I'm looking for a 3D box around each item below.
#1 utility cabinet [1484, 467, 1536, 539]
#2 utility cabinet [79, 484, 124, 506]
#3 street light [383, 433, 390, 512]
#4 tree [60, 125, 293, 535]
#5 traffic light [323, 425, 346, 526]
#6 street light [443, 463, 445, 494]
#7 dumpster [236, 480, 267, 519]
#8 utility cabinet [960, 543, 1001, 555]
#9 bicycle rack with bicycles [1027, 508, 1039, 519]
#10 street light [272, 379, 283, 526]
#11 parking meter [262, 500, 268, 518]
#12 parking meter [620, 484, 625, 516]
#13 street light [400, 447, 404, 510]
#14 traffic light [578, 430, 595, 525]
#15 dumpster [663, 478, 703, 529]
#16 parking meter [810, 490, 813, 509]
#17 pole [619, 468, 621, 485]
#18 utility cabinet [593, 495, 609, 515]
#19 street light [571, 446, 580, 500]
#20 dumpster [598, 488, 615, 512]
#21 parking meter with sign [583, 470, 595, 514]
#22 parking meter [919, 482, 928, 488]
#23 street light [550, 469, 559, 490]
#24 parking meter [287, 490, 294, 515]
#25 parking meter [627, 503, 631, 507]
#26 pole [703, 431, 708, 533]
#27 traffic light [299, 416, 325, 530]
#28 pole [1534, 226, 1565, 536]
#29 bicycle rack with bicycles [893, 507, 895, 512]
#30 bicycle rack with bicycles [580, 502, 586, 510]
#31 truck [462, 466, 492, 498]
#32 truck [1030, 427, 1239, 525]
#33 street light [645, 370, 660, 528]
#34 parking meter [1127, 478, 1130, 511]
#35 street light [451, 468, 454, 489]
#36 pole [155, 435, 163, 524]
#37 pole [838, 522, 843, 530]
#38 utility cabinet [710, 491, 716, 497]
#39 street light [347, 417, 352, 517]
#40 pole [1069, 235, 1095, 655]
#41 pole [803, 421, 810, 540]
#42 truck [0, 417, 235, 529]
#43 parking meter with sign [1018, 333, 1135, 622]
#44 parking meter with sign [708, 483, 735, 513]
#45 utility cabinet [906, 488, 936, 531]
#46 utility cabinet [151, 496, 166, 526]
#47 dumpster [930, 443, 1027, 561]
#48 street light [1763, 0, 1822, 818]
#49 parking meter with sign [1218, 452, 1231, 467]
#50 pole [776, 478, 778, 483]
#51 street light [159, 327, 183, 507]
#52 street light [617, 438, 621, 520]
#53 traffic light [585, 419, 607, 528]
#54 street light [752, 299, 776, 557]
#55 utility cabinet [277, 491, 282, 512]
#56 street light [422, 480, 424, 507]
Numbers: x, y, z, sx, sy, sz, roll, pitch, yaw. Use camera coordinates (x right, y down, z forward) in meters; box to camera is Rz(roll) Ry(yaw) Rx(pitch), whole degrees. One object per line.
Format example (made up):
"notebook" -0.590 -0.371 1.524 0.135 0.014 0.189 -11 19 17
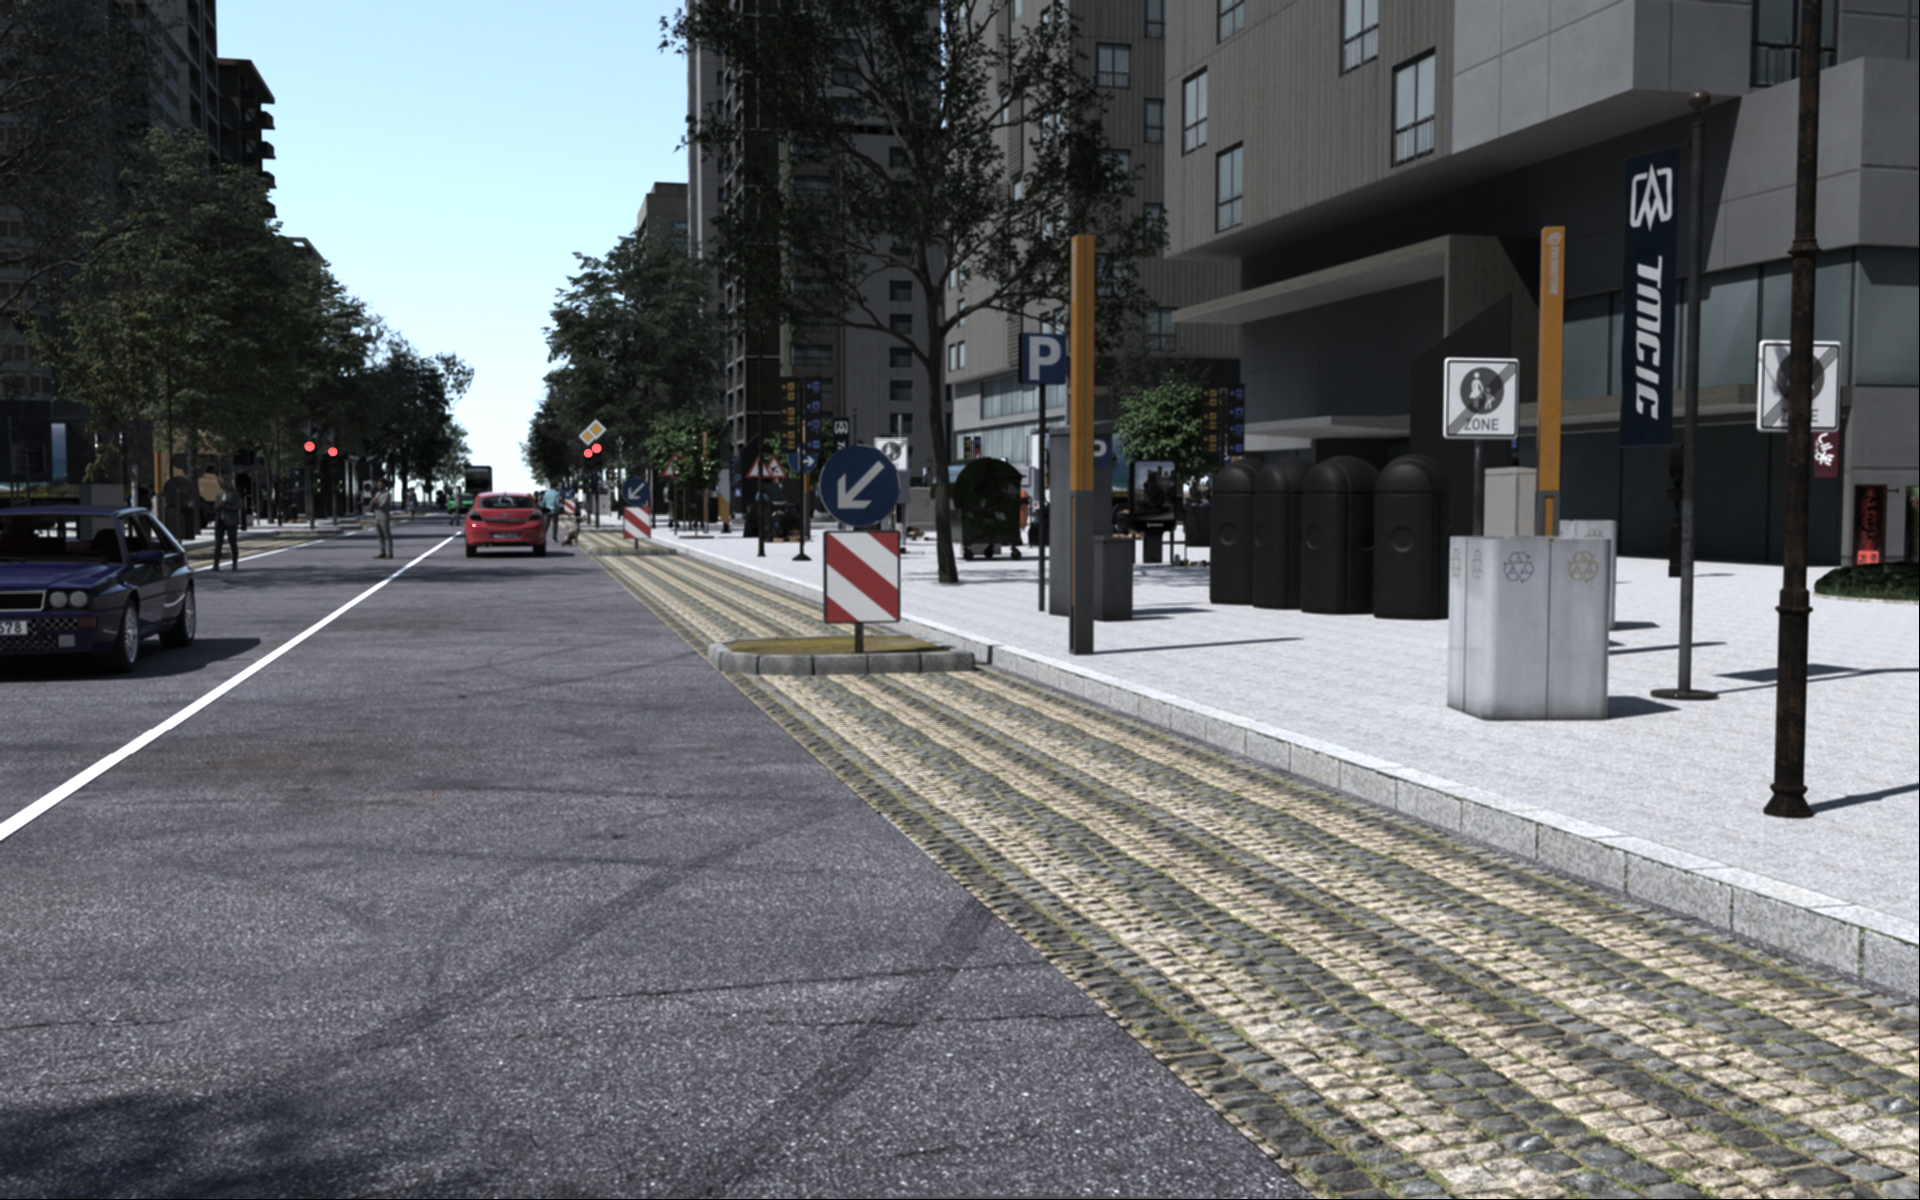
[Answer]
"utility cabinet" 4.692 -0.361 14.578 0.318 1.500 1.173 0 4 5
"utility cabinet" -19.308 -1.853 38.973 0.318 1.500 1.173 1 4 8
"street light" -42.012 -9.444 127.197 0.468 5.910 1.993 -1 4 -14
"tree" -24.096 -8.331 54.346 7.486 12.596 7.792 0 3 0
"traffic light" -25.259 -4.956 69.946 0.839 4.253 0.868 -1 4 -14
"street light" -66.801 -15.392 224.439 0.468 5.910 1.993 -1 4 -14
"dumpster" -36.410 -5.277 88.770 1.502 2.255 1.985 -1 4 -14
"utility cabinet" 0.448 -1.552 36.544 0.306 1.237 1.020 3 5 42
"bicycle rack with bicycles" 3.809 -4.046 79.536 2.925 0.926 2.852 -3 4 -38
"street light" -27.413 -5.924 69.652 0.468 5.910 1.993 -1 4 -14
"parking meter" -38.633 -5.532 96.165 0.399 1.863 0.255 1 4 13
"parking meter" -19.877 -5.878 101.815 0.255 1.863 0.399 1 4 14
"street light" -46.306 -10.463 143.850 0.468 5.910 1.993 -1 4 -14
"traffic light" -15.561 -5.107 72.425 0.839 4.253 0.868 -1 4 -14
"dumpster" -10.254 -3.810 64.787 1.502 2.255 1.985 -1 4 -14
"parking meter" -9.785 -6.520 115.020 0.372 1.533 0.369 0 3 0
"pole" -23.835 -7.790 121.217 0.158 3.312 0.155 0 3 0
"utility cabinet" -21.798 -5.759 105.329 1.020 1.237 0.306 0 4 3
"street light" -32.134 -10.557 145.397 0.468 5.910 1.993 -1 4 -14
"dumpster" -25.941 -7.422 127.111 1.264 1.857 1.865 -1 4 -14
"parking meter with sign" -26.359 -7.736 122.740 0.543 3.016 1.738 -1 4 -14
"parking meter" -1.826 -4.922 86.178 0.399 1.863 0.255 2 4 32
"street light" -56.697 -16.485 242.311 0.468 5.910 1.993 -1 4 -14
"parking meter" -37.953 -5.490 98.166 0.372 1.533 0.369 0 3 0
"parking meter" -21.926 -6.522 115.042 0.372 1.533 0.369 0 3 0
"pole" -8.301 -3.831 56.486 0.158 3.312 0.155 0 3 0
"traffic light" -23.286 -4.482 62.207 0.839 4.253 0.868 -1 4 -14
"pole" 4.535 -1.193 13.342 0.158 3.312 0.155 0 3 0
"bicycle rack with bicycles" -4.068 -5.013 95.351 2.852 0.926 2.925 1 4 10
"bicycle rack with bicycles" -29.397 -7.724 139.674 2.925 0.926 2.852 -3 5 -40
"truck" -48.231 -11.290 173.498 2.839 4.237 11.283 -1 4 -14
"truck" 8.786 -5.272 75.103 11.283 4.237 2.839 -1 4 -13
"street light" -11.433 -5.609 64.488 0.468 5.910 1.993 -1 4 -14
"parking meter" 5.373 -2.920 53.451 0.255 1.863 0.399 -2 4 -32
"street light" -74.189 -17.151 253.212 0.468 5.910 1.993 -1 4 -14
"pole" -27.697 -4.039 59.881 0.158 3.312 0.155 0 3 0
"pole" -4.292 -4.175 62.097 0.158 3.312 0.155 0 3 0
"utility cabinet" -18.004 -7.192 126.267 1.173 1.500 0.318 -1 4 -16
"street light" -34.675 -7.682 98.387 0.468 5.910 1.993 -1 4 -14
"pole" 0.971 -1.219 13.779 0.158 3.312 0.155 0 3 0
"pole" -4.280 -3.324 48.195 0.158 3.312 0.155 0 3 0
"truck" -32.326 -4.611 64.299 11.283 4.237 2.839 -1 4 -15
"parking meter with sign" 1.249 -1.338 18.140 0.543 3.016 1.738 -2 4 -25
"parking meter with sign" -14.997 -6.905 109.157 0.543 3.016 1.738 3 4 38
"utility cabinet" -1.319 -3.069 58.853 1.173 1.500 0.318 -1 4 -23
"utility cabinet" -28.583 -3.083 61.571 1.020 1.237 0.306 3 5 40
"dumpster" 0.362 -1.917 33.841 1.502 2.255 1.985 -1 4 -14
"street light" 3.317 -2.078 6.758 0.468 5.910 1.993 -1 4 -14
"parking meter with sign" 11.130 -4.528 70.287 0.543 3.016 1.738 -1 4 -21
"pole" -10.798 -6.626 102.184 0.158 3.312 0.155 0 3 0
"street light" -21.923 -4.605 48.083 0.468 5.910 1.993 -1 4 -14
"street light" -17.188 -6.996 87.165 0.468 5.910 1.993 -1 4 -14
"traffic light" -13.588 -4.634 64.687 0.839 4.253 0.868 -1 4 -14
"street light" -4.084 -3.833 35.458 0.468 5.910 1.993 -1 4 -14
"utility cabinet" -53.334 -7.781 135.892 1.173 1.500 0.318 -2 4 -34
"street light" -53.738 -12.261 173.246 0.468 5.910 1.993 -1 4 -14
